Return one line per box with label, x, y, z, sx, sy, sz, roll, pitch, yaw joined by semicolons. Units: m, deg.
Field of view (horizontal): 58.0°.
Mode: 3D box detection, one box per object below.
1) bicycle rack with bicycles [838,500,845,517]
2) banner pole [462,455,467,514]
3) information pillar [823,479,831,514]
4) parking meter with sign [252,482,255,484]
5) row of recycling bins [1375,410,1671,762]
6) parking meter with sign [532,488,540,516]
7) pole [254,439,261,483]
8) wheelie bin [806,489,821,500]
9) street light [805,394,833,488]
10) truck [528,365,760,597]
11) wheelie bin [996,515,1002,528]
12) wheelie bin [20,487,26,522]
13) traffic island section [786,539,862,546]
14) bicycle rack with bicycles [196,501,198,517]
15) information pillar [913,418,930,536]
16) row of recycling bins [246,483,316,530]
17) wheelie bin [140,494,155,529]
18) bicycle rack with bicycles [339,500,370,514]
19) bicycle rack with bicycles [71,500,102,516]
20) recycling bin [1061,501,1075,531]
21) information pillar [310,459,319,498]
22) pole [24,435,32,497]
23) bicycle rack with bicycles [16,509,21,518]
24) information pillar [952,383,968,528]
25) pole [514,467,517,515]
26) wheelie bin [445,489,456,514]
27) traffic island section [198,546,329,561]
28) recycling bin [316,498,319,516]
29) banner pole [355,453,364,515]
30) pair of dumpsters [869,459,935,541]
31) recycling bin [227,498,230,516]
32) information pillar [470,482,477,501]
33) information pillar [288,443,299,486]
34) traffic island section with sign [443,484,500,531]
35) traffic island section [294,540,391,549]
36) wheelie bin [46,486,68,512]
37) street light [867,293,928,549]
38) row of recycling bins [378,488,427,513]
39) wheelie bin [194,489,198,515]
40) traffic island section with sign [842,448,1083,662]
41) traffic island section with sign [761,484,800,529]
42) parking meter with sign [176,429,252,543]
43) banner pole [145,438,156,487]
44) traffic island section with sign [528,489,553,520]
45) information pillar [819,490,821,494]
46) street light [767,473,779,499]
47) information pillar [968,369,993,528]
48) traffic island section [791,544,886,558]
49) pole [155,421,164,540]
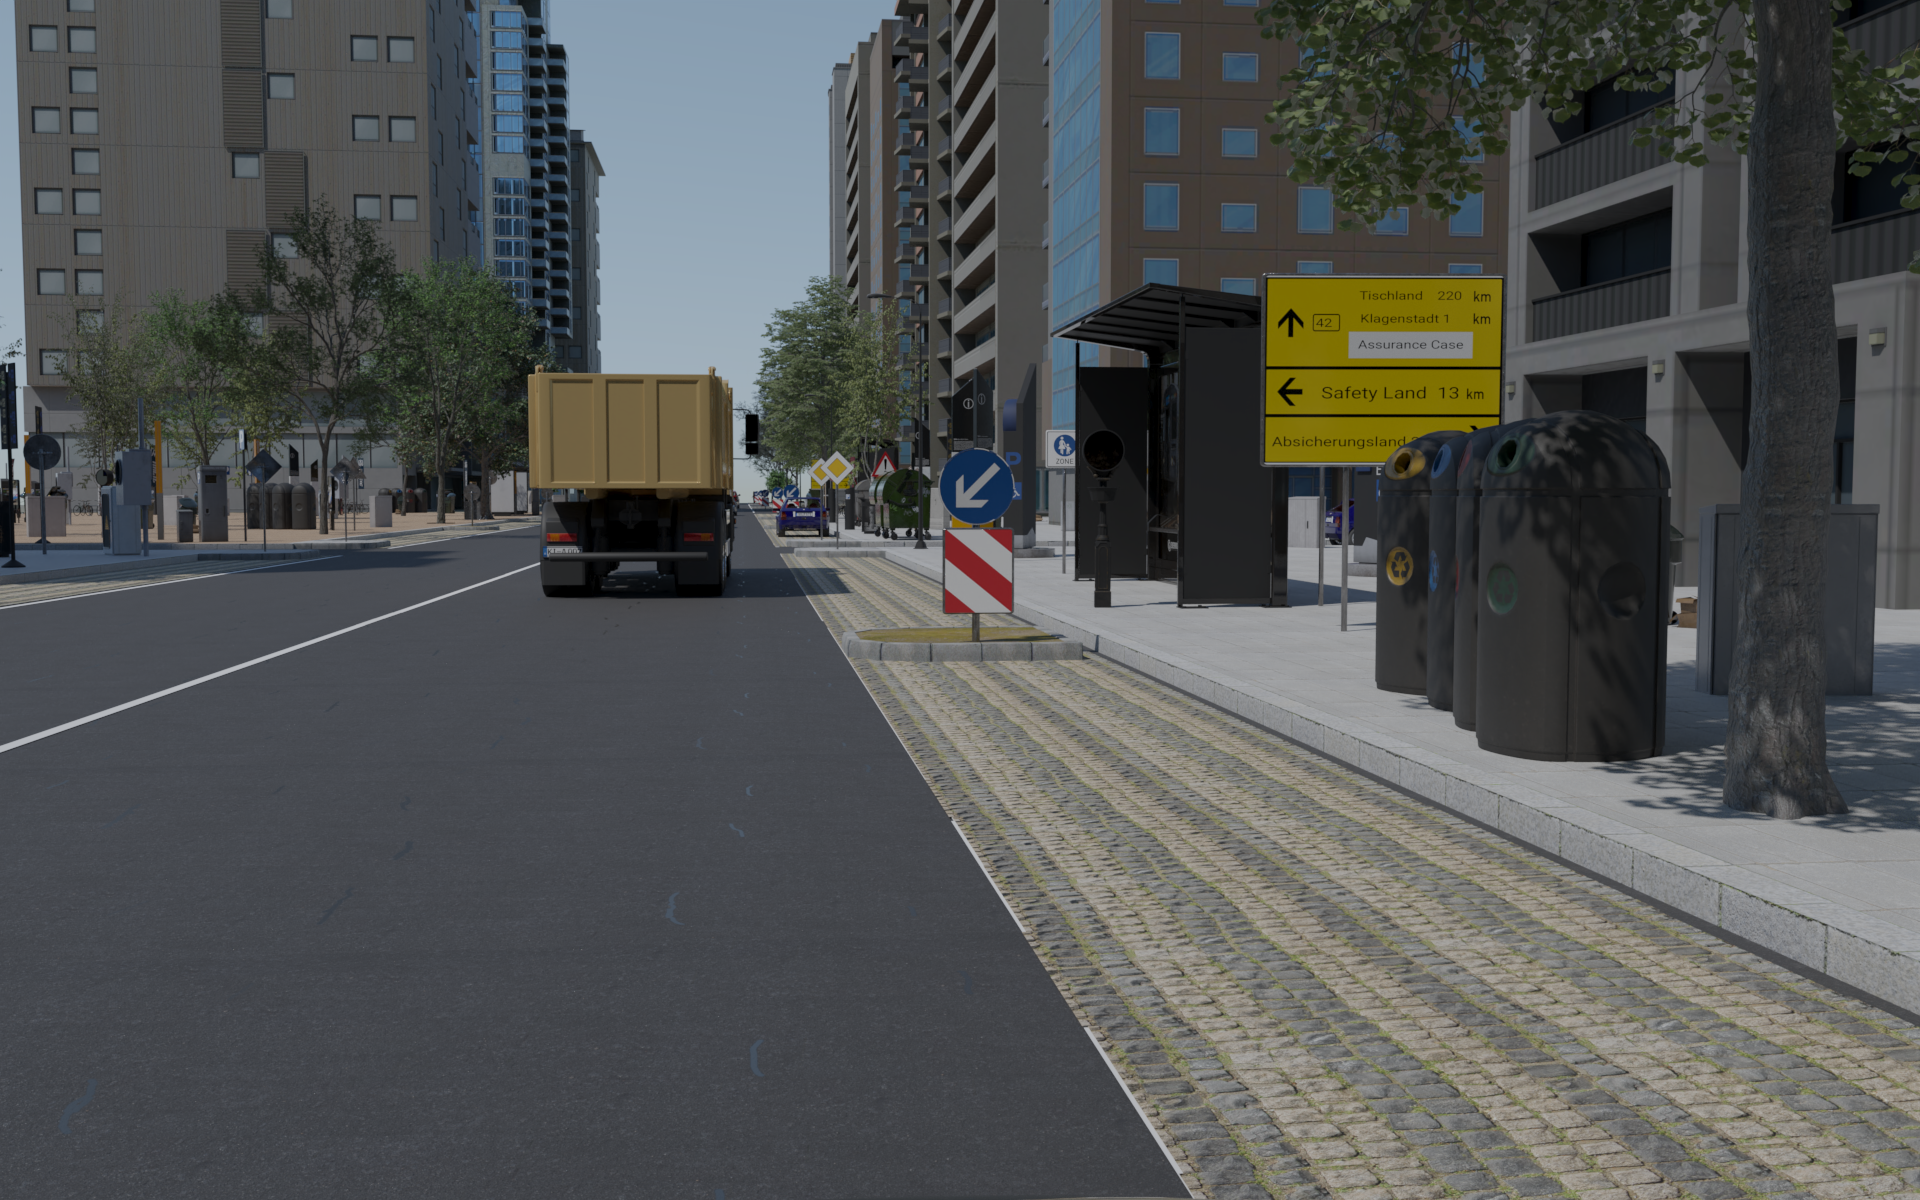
bicycle rack with bicycles;-8.564;-5.842;108.897;2.852;0.926;2.925;-1;4;-18
banner pole;-31.918;-7.447;111.779;0.401;3.779;0.863;-2;4;-34
information pillar;-6.433;-4.861;83.974;0.304;2.012;0.304;-1;4;-22
parking meter with sign;-45.809;-7.085;112.098;0.543;3.016;1.738;-2;4;-23
row of recycling bins;3.153;-0.174;9.964;1.069;1.692;3.534;0;4;3
parking meter with sign;-25.568;-6.607;104.289;0.543;3.016;1.738;-1;4;-12
pole;-26.212;-4.331;64.651;0.158;3.312;0.155;0;3;0
wheelie bin;-8.502;-5.657;100.407;0.980;1.594;0.693;-2;4;-34
street light;-6.519;-6.609;80.598;1.470;5.913;1.316;0;4;-7
truck;-4.984;-1.956;27.899;3.469;3.379;9.791;0;4;-6
wheelie bin;0.999;-2.929;55.796;0.980;1.594;0.693;0;4;-3
wheelie bin;-42.164;-4.328;78.665;0.980;1.594;0.693;-1;4;-20
traffic island section;-3.822;-1.581;48.128;2.009;0.180;2.903;0;4;-7
bicycle rack with bicycles;-42.237;-4.992;94.999;2.852;0.926;2.925;-3;5;-41
information pillar;-1.156;-3.751;52.687;0.504;3.616;0.183;0;4;7
row of recycling bins;-24.772;-3.426;63.132;3.534;1.692;1.069;2;4;34
wheelie bin;-29.978;-3.399;63.483;0.693;1.594;0.980;0;4;-2
bicycle rack with bicycles;-39.533;-6.054;112.358;2.852;0.926;2.925;3;5;43
bicycle rack with bicycles;-51.079;-5.335;100.608;2.852;0.926;2.925;-3;5;-44
recycling bin;3.900;-2.899;59.956;0.722;1.027;0.722;0;4;-7
information pillar;-42.804;-7.557;114.918;0.504;3.616;0.183;-3;5;-39
pole;-32.108;-4.027;59.682;0.158;3.312;0.155;0;3;0
bicycle rack with bicycles;-51.202;-4.835;92.441;2.852;0.926;2.925;-1;4;-16
information pillar;0.090;-2.629;34.331;0.504;3.616;0.183;-1;4;-9
pole;-27.257;-6.872;106.202;0.158;3.312;0.155;0;3;0
wheelie bin;-33.579;-6.474;113.762;0.980;1.594;0.693;1;4;11
traffic island section;-15.514;-0.999;38.615;2.009;0.180;2.903;0;4;-7
recycling bin;-37.651;-5.374;100.412;0.722;1.027;0.722;1;4;9
banner pole;-36.625;-7.068;105.580;0.863;3.779;0.401;2;4;26
pair of dumpsters;-1.668;-2.892;49.779;1.574;2.255;4.437;0;4;-7
recycling bin;-43.499;-5.467;101.945;0.722;1.027;0.722;0;4;6
information pillar;-29.692;-6.191;105.711;0.304;2.012;0.304;-3;4;-37
information pillar;-30.886;-5.441;80.320;0.183;3.616;0.504;3;4;37
traffic island section with sign;-19.287;-3.659;68.445;1.989;1.847;2.006;0;4;-7
traffic island section;-16.514;-1.484;46.537;2.009;0.180;2.903;0;4;-7
wheelie bin;-36.380;-3.786;69.804;0.693;1.594;0.980;0;4;-2
street light;-1.456;-4.141;40.251;1.470;5.913;1.316;0;4;-7
row of recycling bins;-37.684;-6.724;117.044;1.069;1.692;3.534;3;5;39
wheelie bin;-45.862;-5.920;104.699;0.693;1.594;0.980;2;4;28
traffic island section with sign;-0.053;-0.430;15.654;1.989;1.847;2.006;0;4;-7
traffic island section with sign;-7.008;-3.797;70.709;1.989;1.847;2.006;0;4;-7
parking meter with sign;-20.006;-3.061;46.302;1.738;3.016;0.543;-2;4;-34
banner pole;-36.323;-5.372;77.854;0.401;3.779;0.863;3;5;41
traffic island section with sign;-22.664;-5.294;95.189;1.989;1.847;2.006;0;4;-7
information pillar;-9.814;-7.041;119.617;0.304;2.012;0.304;3;5;40
street light;-21.397;-13.833;198.707;1.470;5.913;1.316;0;4;-7
information pillar;0.429;-2.522;32.587;0.183;3.616;0.504;3;5;42
traffic island section;-2.822;-1.096;40.205;2.009;0.180;2.903;0;4;-7
pole;-22.356;-3.335;48.364;0.158;3.312;0.155;0;3;0
